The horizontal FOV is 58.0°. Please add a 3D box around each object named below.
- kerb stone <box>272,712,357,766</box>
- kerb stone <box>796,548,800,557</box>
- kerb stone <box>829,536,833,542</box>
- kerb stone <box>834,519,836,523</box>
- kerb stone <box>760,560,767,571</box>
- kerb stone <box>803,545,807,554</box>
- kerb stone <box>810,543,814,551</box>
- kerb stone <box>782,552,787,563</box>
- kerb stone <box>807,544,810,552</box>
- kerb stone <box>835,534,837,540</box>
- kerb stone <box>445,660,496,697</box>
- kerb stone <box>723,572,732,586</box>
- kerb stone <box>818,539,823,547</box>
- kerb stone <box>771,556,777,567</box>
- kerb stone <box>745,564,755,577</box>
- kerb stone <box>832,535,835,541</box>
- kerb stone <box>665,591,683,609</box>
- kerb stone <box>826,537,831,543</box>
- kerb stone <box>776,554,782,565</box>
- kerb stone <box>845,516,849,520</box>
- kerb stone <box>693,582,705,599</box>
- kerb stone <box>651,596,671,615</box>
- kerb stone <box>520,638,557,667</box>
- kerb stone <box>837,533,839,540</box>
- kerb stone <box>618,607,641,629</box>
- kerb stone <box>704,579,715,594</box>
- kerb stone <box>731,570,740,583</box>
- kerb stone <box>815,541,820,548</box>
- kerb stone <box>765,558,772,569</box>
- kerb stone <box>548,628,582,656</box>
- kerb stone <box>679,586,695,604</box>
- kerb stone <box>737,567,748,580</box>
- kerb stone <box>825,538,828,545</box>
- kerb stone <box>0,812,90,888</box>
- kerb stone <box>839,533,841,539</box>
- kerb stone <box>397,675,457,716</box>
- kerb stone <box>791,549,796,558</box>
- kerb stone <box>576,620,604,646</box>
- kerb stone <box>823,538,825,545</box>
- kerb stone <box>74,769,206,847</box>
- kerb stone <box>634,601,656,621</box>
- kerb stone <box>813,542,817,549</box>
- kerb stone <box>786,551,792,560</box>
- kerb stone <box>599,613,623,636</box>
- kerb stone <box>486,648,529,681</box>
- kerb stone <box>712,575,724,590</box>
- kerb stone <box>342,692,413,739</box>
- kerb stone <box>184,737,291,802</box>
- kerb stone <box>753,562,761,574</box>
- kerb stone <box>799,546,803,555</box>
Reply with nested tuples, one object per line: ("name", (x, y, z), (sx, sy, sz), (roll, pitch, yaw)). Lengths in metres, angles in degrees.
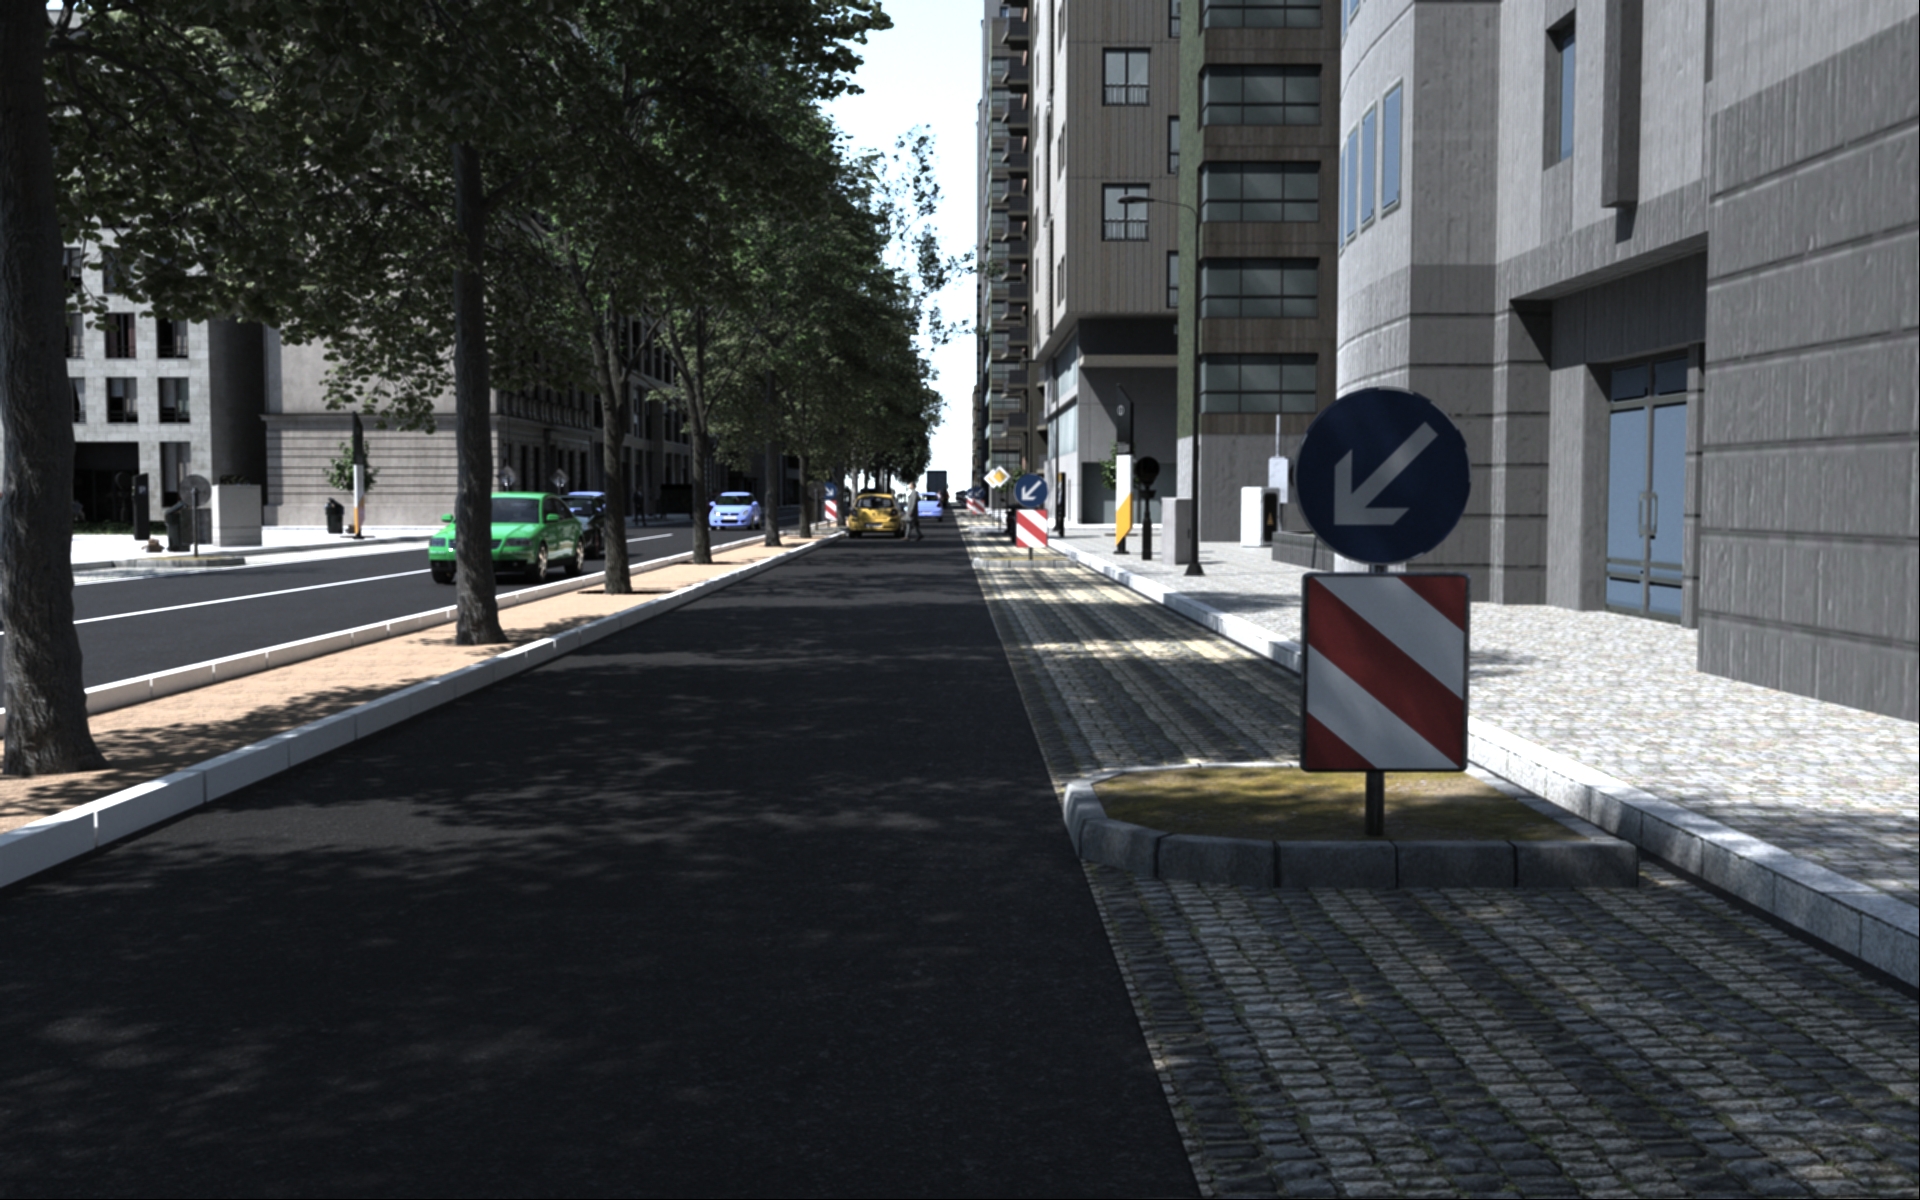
("kerb stone", (-3.580, 0.772, 9.580), (0.120, 0.150, 1.000), (0, 4, 0))
("kerb stone", (-3.801, -1.040, 39.319), (0.120, 0.150, 1.000), (0, 4, 0))
("kerb stone", (-3.887, -1.731, 50.570), (0.120, 0.150, 1.000), (0, 4, 0))
("kerb stone", (-6.228, -3.767, 83.900), (0.120, 0.150, 1.000), (0, 4, 0))
("kerb stone", (-3.741, -0.605, 32.132), (0.120, 0.150, 1.000), (0, 4, 0))
("kerb stone", (-3.814, -1.172, 41.363), (0.120, 0.150, 1.000), (0, 4, 0))
("kerb stone", (-3.834, -1.293, 43.408), (0.120, 0.150, 1.000), (0, 4, 0))
("kerb stone", (-3.773, -0.859, 36.235), (0.120, 0.150, 1.000), (0, 4, 0))
("kerb stone", (-3.828, -1.235, 42.386), (0.120, 0.150, 1.000), (0, 4, 0))
("kerb stone", (-3.899, -1.861, 52.615), (0.120, 0.150, 1.000), (0, 4, 0))
("kerb stone", (-3.605, 0.584, 12.663), (0.120, 0.150, 1.000), (0, 4, 0))
("kerb stone", (-3.712, -0.295, 27.012), (0.120, 0.150, 1.000), (0, 4, 0))
("kerb stone", (-3.846, -1.485, 46.476), (0.120, 0.150, 1.000), (0, 4, 0))
("kerb stone", (-3.762, -0.733, 34.177), (0.120, 0.150, 1.000), (0, 4, 0))
("kerb stone", (-3.729, -0.482, 30.084), (0.120, 0.150, 1.000), (0, 4, 0))
("kerb stone", (-3.888, -1.797, 51.592), (0.120, 0.150, 1.000), (0, 4, 0))
("kerb stone", (-3.670, 0.018, 21.896), (0.120, 0.150, 1.000), (0, 4, 0))
("kerb stone", (-3.870, -1.669, 49.548), (0.120, 0.150, 1.000), (0, 4, 0))
("kerb stone", (-3.770, -0.796, 35.203), (0.120, 0.150, 1.000), (0, 4, 0))
("kerb stone", (-6.339, -4.714, 99.267), (0.120, 0.150, 1.000), (0, 4, 0))
("kerb stone", (-3.685, -0.107, 23.942), (0.120, 0.150, 1.000), (0, 4, 0))
("kerb stone", (-3.658, 0.081, 20.874), (0.120, 0.150, 1.000), (0, 4, 0))
("kerb stone", (-3.622, 0.457, 14.716), (0.120, 0.150, 1.000), (0, 4, 0))
("kerb stone", (-3.911, -1.920, 53.637), (0.120, 0.150, 1.000), (0, 4, 0))
("kerb stone", (-3.646, 0.207, 18.812), (0.120, 0.150, 1.000), (0, 4, 0))
("kerb stone", (-3.699, -0.169, 24.965), (0.120, 0.150, 1.000), (0, 4, 0))
("kerb stone", (-3.721, -0.354, 28.035), (0.120, 0.150, 1.000), (0, 4, 0))
("kerb stone", (-3.843, -1.420, 45.454), (0.120, 0.150, 1.000), (0, 4, 0))
("kerb stone", (-3.752, -0.668, 33.155), (0.120, 0.150, 1.000), (0, 4, 0))
("kerb stone", (-3.626, 0.395, 15.743), (0.120, 0.150, 1.000), (0, 4, 0))
("kerb stone", (-3.676, -0.044, 22.919), (0.120, 0.150, 1.000), (0, 4, 0))
("kerb stone", (-3.723, -0.420, 29.062), (0.120, 0.150, 1.000), (0, 4, 0))
("kerb stone", (-3.877, -1.605, 48.520), (0.120, 0.150, 1.000), (0, 4, 0))
("kerb stone", (-3.555, 0.960, 6.501), (0.120, 0.150, 1.000), (0, 4, 0))
("kerb stone", (-3.914, -1.986, 54.661), (0.120, 0.150, 1.000), (0, 4, 0))
("kerb stone", (-3.598, 0.646, 11.634), (0.120, 0.150, 1.000), (0, 4, 0))
("kerb stone", (-3.786, -0.984, 38.291), (0.120, 0.150, 1.000), (0, 4, 0))
("kerb stone", (-3.629, 0.332, 16.765), (0.120, 0.150, 1.000), (0, 4, 0))
("kerb stone", (-3.860, -1.548, 47.498), (0.120, 0.150, 1.000), (0, 4, 0))
("kerb stone", (-3.565, 0.900, 7.530), (0.120, 0.150, 1.000), (0, 4, 0))
("kerb stone", (-3.655, 0.144, 19.845), (0.120, 0.150, 1.000), (0, 4, 0))
("kerb stone", (-3.838, -1.360, 44.430), (0.120, 0.150, 1.000), (0, 4, 0))
("kerb stone", (-3.781, -0.917, 37.264), (0.120, 0.150, 1.000), (0, 4, 0))
("kerb stone", (-3.644, 0.273, 17.790), (0.120, 0.150, 1.000), (0, 4, 0))
("kerb stone", (-3.613, 0.520, 13.693), (0.120, 0.150, 1.000), (0, 4, 0))
("kerb stone", (-3.698, -0.232, 25.990), (0.120, 0.150, 1.000), (0, 4, 0))
("kerb stone", (-3.586, 0.708, 10.612), (0.120, 0.150, 1.000), (0, 4, 0))
("kerb stone", (-3.568, 0.834, 8.552), (0.120, 0.150, 1.000), (0, 4, 0))
("kerb stone", (-3.743, -0.545, 31.110), (0.120, 0.150, 1.000), (0, 4, 0))
("kerb stone", (-3.810, -1.110, 40.341), (0.120, 0.150, 1.000), (0, 4, 0))
